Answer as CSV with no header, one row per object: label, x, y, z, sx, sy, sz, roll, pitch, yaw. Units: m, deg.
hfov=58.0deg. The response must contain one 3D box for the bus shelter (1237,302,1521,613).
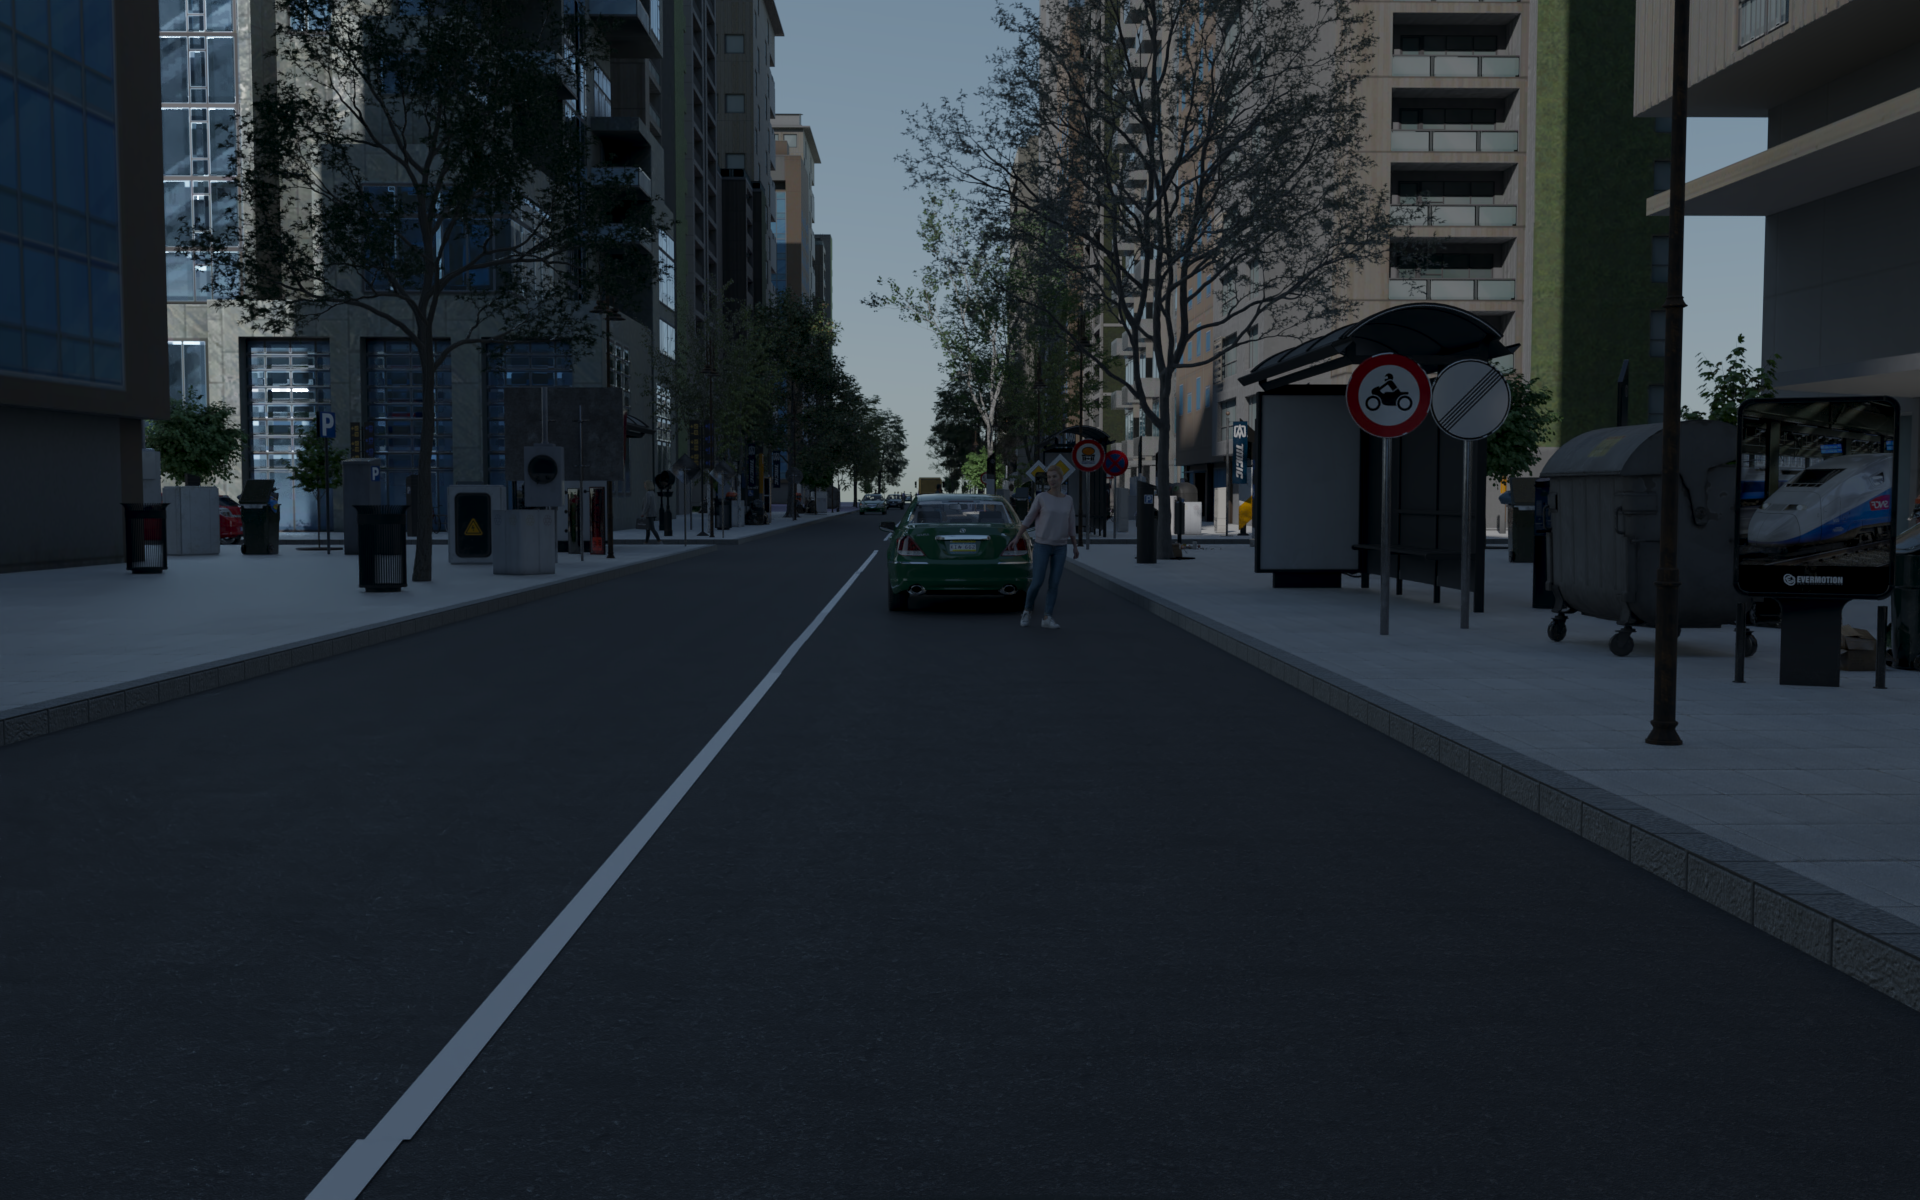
bus shelter,4.857,-1.660,21.073,2.014,3.302,5.546,0,4,-1

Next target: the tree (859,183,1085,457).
tree,0.586,-15.342,106.738,12.611,20.169,13.585,0,3,0

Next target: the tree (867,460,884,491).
tree,-11.553,-16.172,214.774,4.360,8.622,3.978,0,3,0

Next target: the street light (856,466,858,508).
street light,-9.605,-11.513,161.026,0.468,5.910,1.993,0,4,-1

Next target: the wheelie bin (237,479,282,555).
wheelie bin,-14.870,-1.766,36.774,0.980,1.594,0.693,0,4,6

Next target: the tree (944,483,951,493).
tree,-1.612,-15.864,253.973,1.663,3.219,1.824,0,3,0

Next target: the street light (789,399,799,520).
street light,-8.059,-6.837,84.569,0.468,5.910,1.993,0,4,-1

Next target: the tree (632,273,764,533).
tree,-8.489,-6.515,56.877,4.360,8.622,3.978,0,3,0

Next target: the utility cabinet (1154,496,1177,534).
utility cabinet,6.500,-2.757,56.241,1.020,1.237,0.306,2,4,27

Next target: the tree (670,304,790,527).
tree,-8.743,-7.103,66.493,4.737,8.622,4.395,0,3,0

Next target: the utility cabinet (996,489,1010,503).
utility cabinet,1.882,-4.077,75.345,0.318,1.500,1.173,-1,4,-14

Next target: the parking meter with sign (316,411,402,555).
parking meter with sign,-12.623,-2.463,36.532,1.738,3.016,0.543,1,4,15

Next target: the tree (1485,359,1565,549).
tree,12.465,-3.492,40.813,4.285,4.588,4.351,0,3,0

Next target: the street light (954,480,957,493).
street light,-0.707,-14.893,216.280,0.468,5.910,1.993,0,4,-1

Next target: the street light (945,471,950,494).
street light,-2.241,-19.057,284.373,0.468,5.910,1.993,0,4,-1

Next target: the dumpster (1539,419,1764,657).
dumpster,5.711,-0.523,14.308,1.264,1.857,1.865,0,4,-1

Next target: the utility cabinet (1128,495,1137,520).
utility cabinet,8.443,-4.582,86.075,1.020,1.237,0.306,1,4,23

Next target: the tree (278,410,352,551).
tree,-14.777,-2.749,39.540,1.663,3.219,1.824,0,3,0

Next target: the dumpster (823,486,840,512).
dumpster,-9.177,-7.175,123.077,1.264,1.857,1.865,0,4,-1

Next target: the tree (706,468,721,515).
tree,-14.340,-6.708,104.283,1.663,3.219,1.824,0,3,0

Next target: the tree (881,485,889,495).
tree,-12.434,-17.637,282.969,1.663,3.219,1.824,0,3,0

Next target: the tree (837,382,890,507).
tree,-10.843,-15.759,175.782,7.486,12.596,7.792,0,3,0

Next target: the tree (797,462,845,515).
tree,-8.836,-7.538,106.957,4.285,4.588,4.351,0,3,0

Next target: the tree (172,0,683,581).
tree,-7.608,-5.560,25.316,7.601,10.594,8.767,-2,4,-28

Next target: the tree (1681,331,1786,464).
tree,9.353,-1.591,20.617,1.663,3.219,1.824,0,3,0

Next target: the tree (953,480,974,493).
tree,0.585,-12.450,198.159,1.663,3.219,1.824,0,3,0

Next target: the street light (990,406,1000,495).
street light,1.856,-7.245,91.242,0.468,5.910,1.993,0,4,-1

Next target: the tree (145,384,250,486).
tree,-22.937,-4.160,51.734,4.285,4.588,4.351,0,3,0

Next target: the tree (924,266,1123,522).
tree,3.143,-9.218,76.469,9.928,11.665,9.643,0,3,0

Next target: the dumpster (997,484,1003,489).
dumpster,2.872,-7.411,123.671,1.502,2.255,1.985,0,4,-1

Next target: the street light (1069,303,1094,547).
street light,2.942,-4.242,42.138,0.468,5.910,1.993,0,4,-1

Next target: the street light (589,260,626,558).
street light,-6.983,-3.771,34.449,0.468,5.910,1.993,0,4,-1

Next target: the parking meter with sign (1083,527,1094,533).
parking meter with sign,4.339,-3.795,58.305,0.543,3.016,1.738,0,4,-4

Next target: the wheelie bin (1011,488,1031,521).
wheelie bin,2.986,-4.656,84.031,0.980,1.594,0.693,0,4,7

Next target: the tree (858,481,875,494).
tree,-11.458,-13.699,218.571,1.663,3.219,1.824,0,3,0

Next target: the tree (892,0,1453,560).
tree,3.898,-7.535,33.564,12.009,13.543,11.850,0,3,0

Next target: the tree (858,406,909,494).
tree,-11.633,-21.059,250.968,9.857,13.997,8.962,0,3,0

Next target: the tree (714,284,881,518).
tree,-9.135,-10.870,94.729,9.611,12.733,9.660,0,3,0

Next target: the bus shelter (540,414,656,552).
bus shelter,-8.534,-2.852,40.556,2.014,3.302,5.546,0,4,-1

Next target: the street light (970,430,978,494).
street light,1.121,-9.330,125.333,0.468,5.910,1.993,0,4,-1

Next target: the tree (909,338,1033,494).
tree,1.618,-14.457,143.035,9.857,13.997,8.962,0,3,0

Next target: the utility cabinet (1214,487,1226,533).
utility cabinet,8.597,-2.973,57.281,0.318,1.500,1.173,0,4,3

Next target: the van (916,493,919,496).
van,-4.389,-12.950,216.115,2.240,2.365,5.245,0,4,-1

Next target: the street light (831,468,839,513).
street light,-8.759,-8.932,118.821,0.468,5.910,1.993,0,4,-1

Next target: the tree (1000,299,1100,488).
tree,3.279,-7.078,66.091,4.737,8.622,4.395,0,3,0

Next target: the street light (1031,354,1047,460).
street light,2.601,-5.166,57.259,0.468,5.910,1.993,0,4,-1

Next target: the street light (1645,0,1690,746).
street light,3.621,-2.198,8.731,0.468,5.910,1.993,0,4,-1

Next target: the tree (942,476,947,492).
tree,-1.389,-17.220,265.266,4.285,4.588,4.351,0,3,0

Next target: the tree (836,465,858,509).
tree,-11.204,-14.259,183.488,4.737,8.622,4.395,0,3,0

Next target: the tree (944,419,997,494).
tree,1.229,-13.921,177.977,4.360,8.622,3.978,0,3,0

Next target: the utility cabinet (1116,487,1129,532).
utility cabinet,5.477,-3.051,58.565,0.318,1.500,1.173,0,4,-3

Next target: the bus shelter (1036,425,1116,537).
bus shelter,3.515,-3.648,53.561,2.014,3.302,5.546,0,4,-1

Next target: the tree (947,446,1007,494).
tree,1.660,-8.169,117.275,4.285,4.588,4.351,0,3,0

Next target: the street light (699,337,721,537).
street light,-7.351,-4.794,51.163,0.468,5.910,1.993,0,4,-1

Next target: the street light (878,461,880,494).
street light,-11.353,-16.588,244.005,0.468,5.910,1.993,0,4,-1
